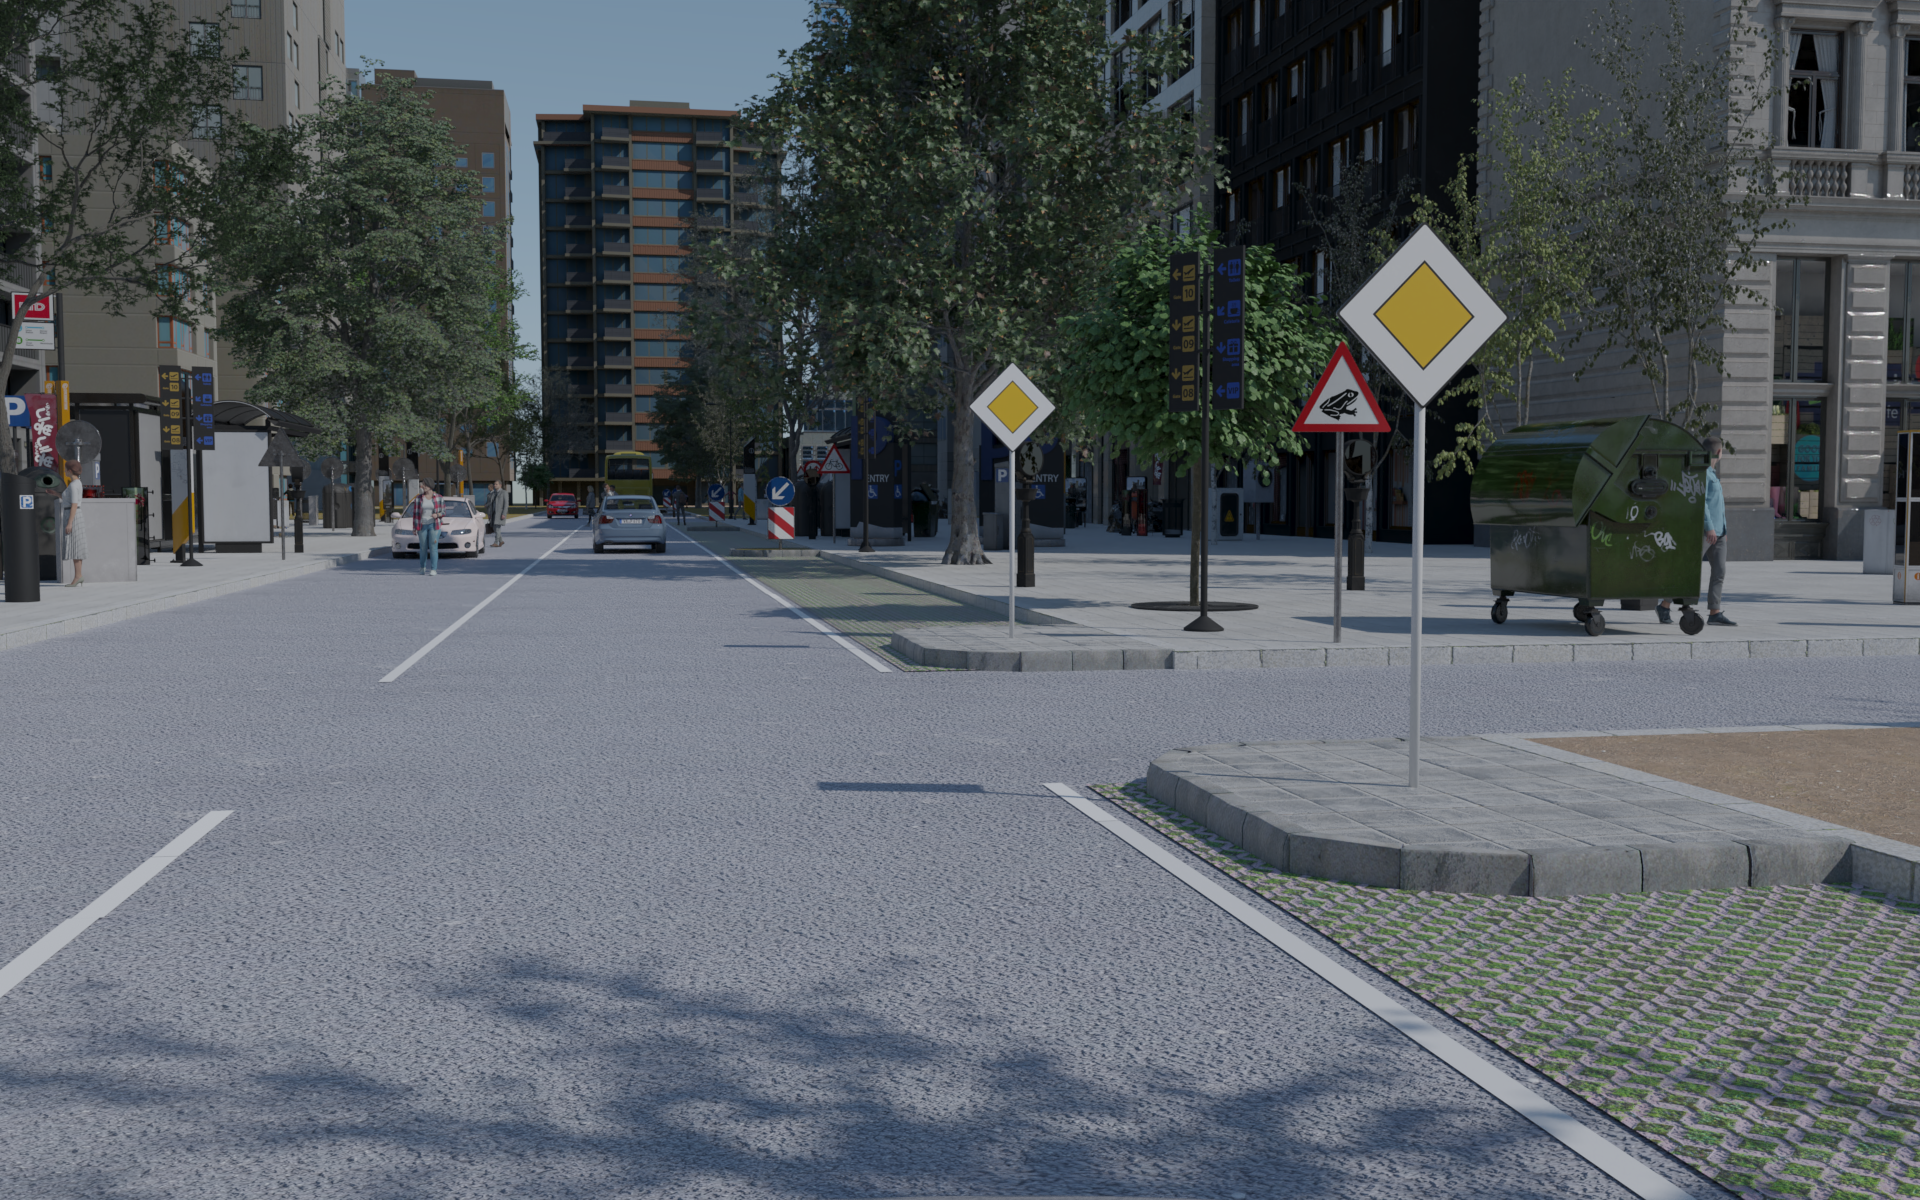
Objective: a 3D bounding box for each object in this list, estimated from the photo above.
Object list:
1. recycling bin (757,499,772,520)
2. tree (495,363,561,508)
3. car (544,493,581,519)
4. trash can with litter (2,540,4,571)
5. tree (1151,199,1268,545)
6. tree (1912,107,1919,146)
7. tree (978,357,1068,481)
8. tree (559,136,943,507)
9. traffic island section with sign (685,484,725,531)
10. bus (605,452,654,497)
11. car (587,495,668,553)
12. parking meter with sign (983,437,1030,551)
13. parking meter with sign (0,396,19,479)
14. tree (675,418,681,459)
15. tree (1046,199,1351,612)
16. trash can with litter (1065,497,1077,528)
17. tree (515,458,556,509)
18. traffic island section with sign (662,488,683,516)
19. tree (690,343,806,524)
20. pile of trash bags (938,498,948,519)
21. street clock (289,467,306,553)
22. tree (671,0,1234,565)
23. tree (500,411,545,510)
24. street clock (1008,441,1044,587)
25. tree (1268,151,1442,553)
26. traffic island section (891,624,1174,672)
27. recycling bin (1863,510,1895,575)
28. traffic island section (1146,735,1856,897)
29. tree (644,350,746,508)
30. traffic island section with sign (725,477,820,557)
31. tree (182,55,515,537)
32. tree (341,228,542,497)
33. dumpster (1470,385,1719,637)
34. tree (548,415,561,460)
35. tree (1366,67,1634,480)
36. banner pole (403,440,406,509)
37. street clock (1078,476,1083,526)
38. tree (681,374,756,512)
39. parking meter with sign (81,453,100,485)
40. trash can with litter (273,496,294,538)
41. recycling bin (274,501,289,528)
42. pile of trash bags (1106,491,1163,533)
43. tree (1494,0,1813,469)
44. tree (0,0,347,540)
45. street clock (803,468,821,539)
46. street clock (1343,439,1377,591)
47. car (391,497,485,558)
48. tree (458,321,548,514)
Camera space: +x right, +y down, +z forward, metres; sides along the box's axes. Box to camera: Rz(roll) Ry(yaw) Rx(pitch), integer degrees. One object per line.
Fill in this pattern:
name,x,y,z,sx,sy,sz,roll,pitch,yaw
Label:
recycling bin,-9.857,-4.546,86.877,0.722,1.027,0.722,1,4,12
tree,-38.506,-15.383,161.882,12.009,13.543,11.850,0,3,0
car,-23.420,-5.693,102.128,2.155,1.783,4.494,-1,4,-12
trash can with litter,-16.064,-1.049,28.542,1.055,1.170,0.624,-3,5,-39
tree,6.441,-5.681,43.245,4.360,8.622,3.978,0,3,0
tree,13.510,-4.236,19.622,4.737,8.622,4.395,0,3,0
tree,2.225,-6.784,61.276,4.360,8.622,3.978,0,3,0
tree,-5.523,-9.024,57.907,12.009,13.543,11.850,0,3,0
traffic island section with sign,-9.599,-3.585,67.241,1.989,1.847,2.006,-1,4,-11
bus,-19.037,-6.611,99.643,2.896,3.916,12.252,-1,4,-11
car,-8.312,-1.918,43.368,2.014,1.417,4.499,-1,4,-12
parking meter with sign,1.098,-2.675,39.996,0.543,3.016,1.738,2,4,28
parking meter with sign,-16.617,-2.058,29.901,0.543,3.016,1.738,-1,4,-8
tree,-18.429,-10.731,125.811,4.360,8.622,3.978,0,3,0
tree,2.677,-2.180,19.356,4.285,4.588,4.351,0,3,0
trash can with litter,4.004,-3.265,64.776,0.624,1.170,1.055,-1,4,-9
tree,-36.831,-10.200,150.483,4.285,4.588,4.351,0,3,0
traffic island section with sign,-18.957,-6.525,115.305,1.989,1.847,2.006,-1,4,-11
tree,-8.676,-7.637,75.232,4.737,8.622,4.395,0,3,0
pile of trash bags,-1.318,-4.893,89.747,1.912,1.369,3.447,2,4,23
street clock,-14.438,-2.031,37.778,0.358,2.002,0.471,-1,4,-19
tree,0.061,-6.988,31.263,9.611,12.733,9.660,0,3,0
tree,-35.828,-11.767,142.758,4.360,8.622,3.978,0,3,0
street clock,0.907,-1.179,23.852,0.471,2.002,0.358,-3,5,-43
tree,8.915,-5.318,37.316,4.360,8.622,3.978,0,3,0
traffic island section,0.506,0.420,15.421,2.009,0.180,2.903,-1,4,-11
recycling bin,14.972,-0.930,27.765,0.722,1.027,0.722,3,5,43
traffic island section,2.033,0.899,7.583,2.009,0.180,2.903,-1,4,-11
tree,-23.434,-15.189,155.001,9.857,13.997,8.962,0,3,0
traffic island section with sign,-4.339,-1.931,40.202,1.989,1.847,2.006,-1,4,-11
tree,-18.107,-8.903,52.224,9.857,13.997,8.962,0,3,0
tree,-20.452,-8.725,68.413,9.928,11.665,9.643,0,3,0
dumpster,5.968,-0.849,16.374,1.502,2.255,1.985,-1,4,-11
tree,-29.208,-10.760,110.344,7.601,10.594,8.767,3,5,39
tree,9.515,-4.877,30.094,4.737,8.622,4.395,0,3,0
banner pole,-25.254,-5.474,79.510,0.863,3.779,0.401,0,4,-6
street clock,4.884,-4.035,70.548,0.471,2.002,0.358,1,4,20
tree,-14.276,-9.393,103.930,4.360,8.622,3.978,0,3,0
parking meter with sign,-16.244,-2.181,31.913,1.738,3.016,0.543,-1,4,-13
trash can with litter,-20.653,-2.432,50.819,2.233,1.210,1.678,-1,4,-17
recycling bin,-25.968,-3.256,65.788,0.722,1.027,0.722,-3,5,-41
pile of trash bags,5.861,-2.938,57.790,1.912,1.369,3.447,0,4,3
tree,9.802,-4.511,24.109,4.360,8.622,3.978,0,3,0
tree,-12.255,-5.365,22.133,8.767,10.594,7.601,-3,4,-39
street clock,-4.182,-2.717,48.993,0.471,2.002,0.358,0,4,4
street clock,5.274,-1.129,23.028,0.471,2.002,0.358,-1,4,-10
car,-12.072,-1.705,40.243,2.083,1.381,4.827,-1,4,-12
tree,-24.661,-9.280,86.140,7.601,10.594,8.767,-1,4,-14
